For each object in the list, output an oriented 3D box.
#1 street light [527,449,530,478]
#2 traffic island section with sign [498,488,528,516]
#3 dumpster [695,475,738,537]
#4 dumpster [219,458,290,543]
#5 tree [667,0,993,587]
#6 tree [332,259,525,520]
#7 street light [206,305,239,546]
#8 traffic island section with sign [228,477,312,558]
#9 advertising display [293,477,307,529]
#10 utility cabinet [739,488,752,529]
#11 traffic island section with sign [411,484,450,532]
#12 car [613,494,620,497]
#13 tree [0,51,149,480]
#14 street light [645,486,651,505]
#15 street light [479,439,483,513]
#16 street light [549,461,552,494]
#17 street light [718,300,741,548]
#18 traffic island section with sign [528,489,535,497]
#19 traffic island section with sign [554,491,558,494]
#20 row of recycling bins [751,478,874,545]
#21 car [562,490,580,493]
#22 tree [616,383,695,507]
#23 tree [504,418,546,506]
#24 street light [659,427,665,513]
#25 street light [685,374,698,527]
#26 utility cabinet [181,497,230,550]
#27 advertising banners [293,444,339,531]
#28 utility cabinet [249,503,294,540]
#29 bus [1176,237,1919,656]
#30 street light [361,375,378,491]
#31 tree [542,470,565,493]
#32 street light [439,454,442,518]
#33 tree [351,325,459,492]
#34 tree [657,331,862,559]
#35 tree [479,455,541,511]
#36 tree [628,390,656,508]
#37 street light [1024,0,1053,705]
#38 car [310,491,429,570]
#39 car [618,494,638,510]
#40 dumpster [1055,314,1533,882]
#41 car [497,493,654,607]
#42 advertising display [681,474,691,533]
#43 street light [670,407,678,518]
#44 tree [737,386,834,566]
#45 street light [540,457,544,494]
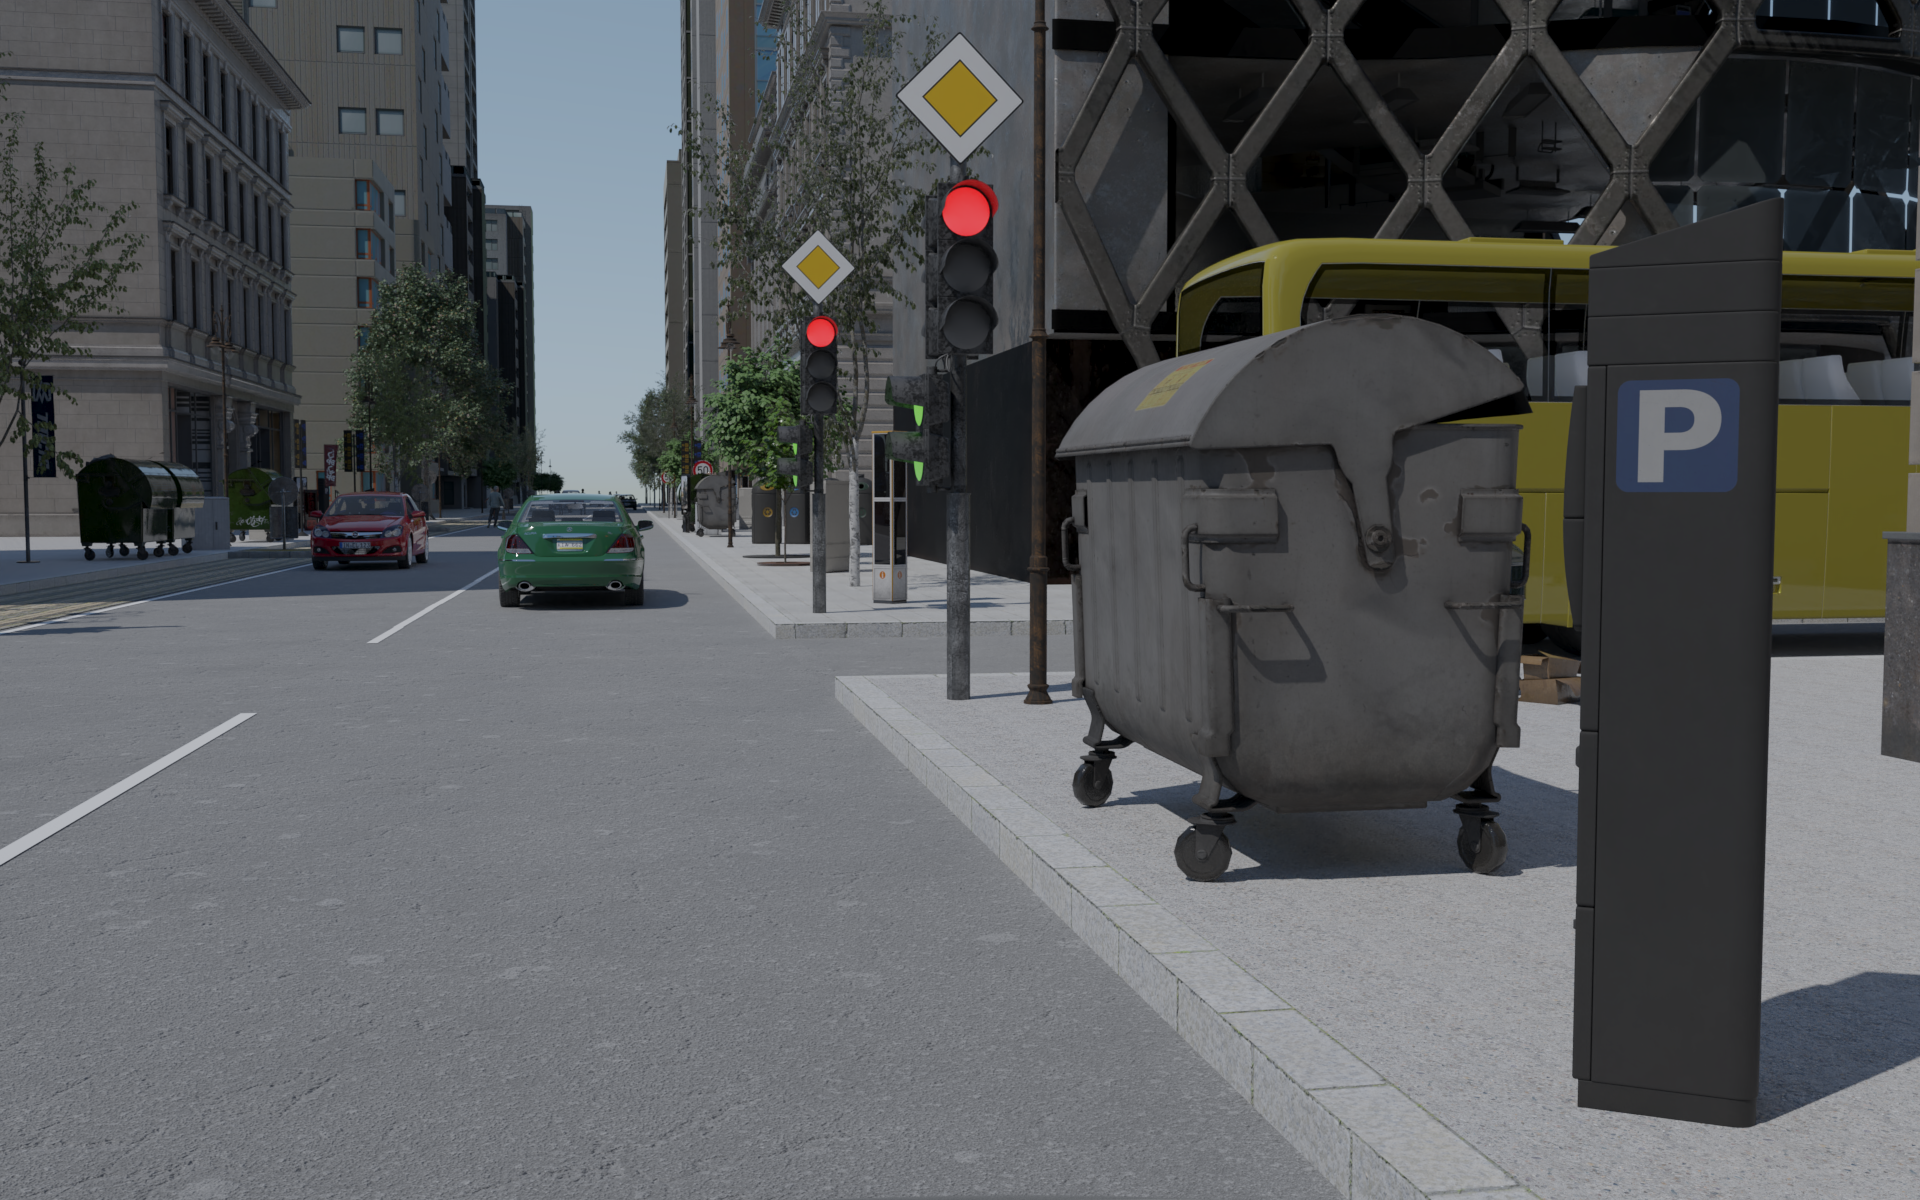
[{"bbox_3d":[-43.396,-12.326,174.325,0.468,5.910,1.993,-1,4,-11],"label":"street light"},{"bbox_3d":[-29.934,-6.509,115.056,1.989,1.847,2.006,-1,4,-11],"label":"traffic island section with sign"},{"bbox_3d":[-7.330,-2.842,52.220,1.264,1.857,1.865,-1,4,-11],"label":"dumpster"},{"bbox_3d":[-18.850,-2.681,46.327,1.502,2.255,1.985,-1,4,-11],"label":"dumpster"},{"bbox_3d":[-1.701,-4.489,23.759,4.360,8.622,3.978,0,3,0],"label":"tree"},{"bbox_3d":[-26.155,-10.262,84.791,9.611,12.733,9.660,0,3,0],"label":"tree"},{"bbox_3d":[-18.011,-4.260,42.435,0.468,5.910,1.993,-1,4,-11],"label":"street light"},{"bbox_3d":[-15.397,-1.879,39.351,1.989,1.847,2.006,-1,4,-11],"label":"traffic island section with sign"},{"bbox_3d":[-24.468,-3.613,64.290,0.123,1.923,0.974,0,4,2],"label":"advertising display"},{"bbox_3d":[-7.322,-3.266,62.075,1.173,1.500,0.318,1,4,14],"label":"utility cabinet"},{"bbox_3d":[-20.486,-3.498,65.824,1.989,1.847,2.006,-1,4,-11],"label":"traffic island section with sign"},{"bbox_3d":[-37.112,-10.885,188.196,2.015,1.641,3.980,-1,4,-11],"label":"car"},{"bbox_3d":[-15.878,-4.763,28.242,4.737,8.622,4.395,0,3,0],"label":"tree"},{"bbox_3d":[-40.353,-15.283,222.657,0.468,5.910,1.993,-1,4,-11],"label":"street light"},{"bbox_3d":[-32.293,-8.814,116.900,0.468,5.910,1.993,-1,4,-11],"label":"street light"},{"bbox_3d":[-53.303,-15.449,225.375,0.468,5.910,1.993,-1,4,-11],"label":"street light"},{"bbox_3d":[-5.510,-4.196,41.386,0.468,5.910,1.993,-1,4,-11],"label":"street light"},{"bbox_3d":[-35.012,-8.129,141.530,1.989,1.847,2.006,-1,4,-11],"label":"traffic island section with sign"},{"bbox_3d":[-45.435,-11.445,195.757,1.989,1.847,2.006,-1,4,-11],"label":"traffic island section with sign"},{"bbox_3d":[-3.724,-2.272,44.254,3.534,1.692,1.069,1,4,21],"label":"row of recycling bins"},{"bbox_3d":[-34.403,-8.839,153.188,2.281,1.827,5.304,-1,4,-12],"label":"car"},{"bbox_3d":[-30.660,-16.014,178.844,9.611,12.733,9.660,0,3,0],"label":"tree"},{"bbox_3d":[-42.077,-13.176,165.784,4.360,8.622,3.978,0,3,0],"label":"tree"},{"bbox_3d":[-20.020,-8.820,116.992,0.468,5.910,1.993,-1,4,-11],"label":"street light"},{"bbox_3d":[-10.370,-5.763,67.020,0.468,5.910,1.993,-1,4,-11],"label":"street light"},{"bbox_3d":[-17.313,-1.748,39.743,0.306,1.237,1.020,3,5,42],"label":"utility cabinet"},{"bbox_3d":[-22.721,-3.934,60.503,2.074,3.025,0.090,-2,4,-35],"label":"advertising banners"},{"bbox_3d":[-19.037,-2.397,47.866,1.173,1.500,0.318,1,4,9],"label":"utility cabinet"},{"bbox_3d":[8.262,-1.521,16.421,12.252,3.916,2.896,-1,4,-11],"label":"bus"},{"bbox_3d":[-22.925,-5.782,67.329,0.468,5.910,1.993,-1,4,-11],"label":"street light"},{"bbox_3d":[-52.727,-14.267,216.985,4.285,4.588,4.351,0,3,0],"label":"tree"},{"bbox_3d":[-27.582,-7.277,91.762,0.468,5.910,1.993,-1,4,-11],"label":"street light"},{"bbox_3d":[-24.597,-7.698,76.217,4.737,8.622,4.395,0,3,0],"label":"tree"},{"bbox_3d":[-3.660,-3.131,34.912,4.285,4.588,4.351,0,3,0],"label":"tree"},{"bbox_3d":[-36.011,-9.264,135.187,4.285,4.588,4.351,0,3,0],"label":"tree"},{"bbox_3d":[-16.625,-9.139,99.779,4.360,8.622,3.978,0,3,0],"label":"tree"},{"bbox_3d":[0.479,-2.303,10.443,0.468,5.910,1.993,-1,4,-11],"label":"street light"},{"bbox_3d":[-11.650,-1.546,34.312,2.155,1.783,4.494,-1,4,-11],"label":"car"},{"bbox_3d":[-29.749,-8.850,154.481,2.009,1.686,4.222,-1,4,-13],"label":"car"},{"bbox_3d":[1.177,-0.043,6.457,1.264,1.857,1.865,-1,4,-11],"label":"dumpster"},{"bbox_3d":[-5.225,-0.716,23.502,2.131,1.459,4.920,-1,4,-11],"label":"car"},{"bbox_3d":[-9.087,-3.193,57.424,0.123,1.923,0.974,-1,4,-21],"label":"advertising display"},{"bbox_3d":[-15.187,-7.298,92.108,0.468,5.910,1.993,-1,4,-11],"label":"street light"},{"bbox_3d":[-3.266,-2.235,31.149,1.663,3.219,1.824,0,3,0],"label":"tree"},{"bbox_3d":[-48.194,-13.866,199.498,0.468,5.910,1.993,-1,4,-11],"label":"street light"}]
